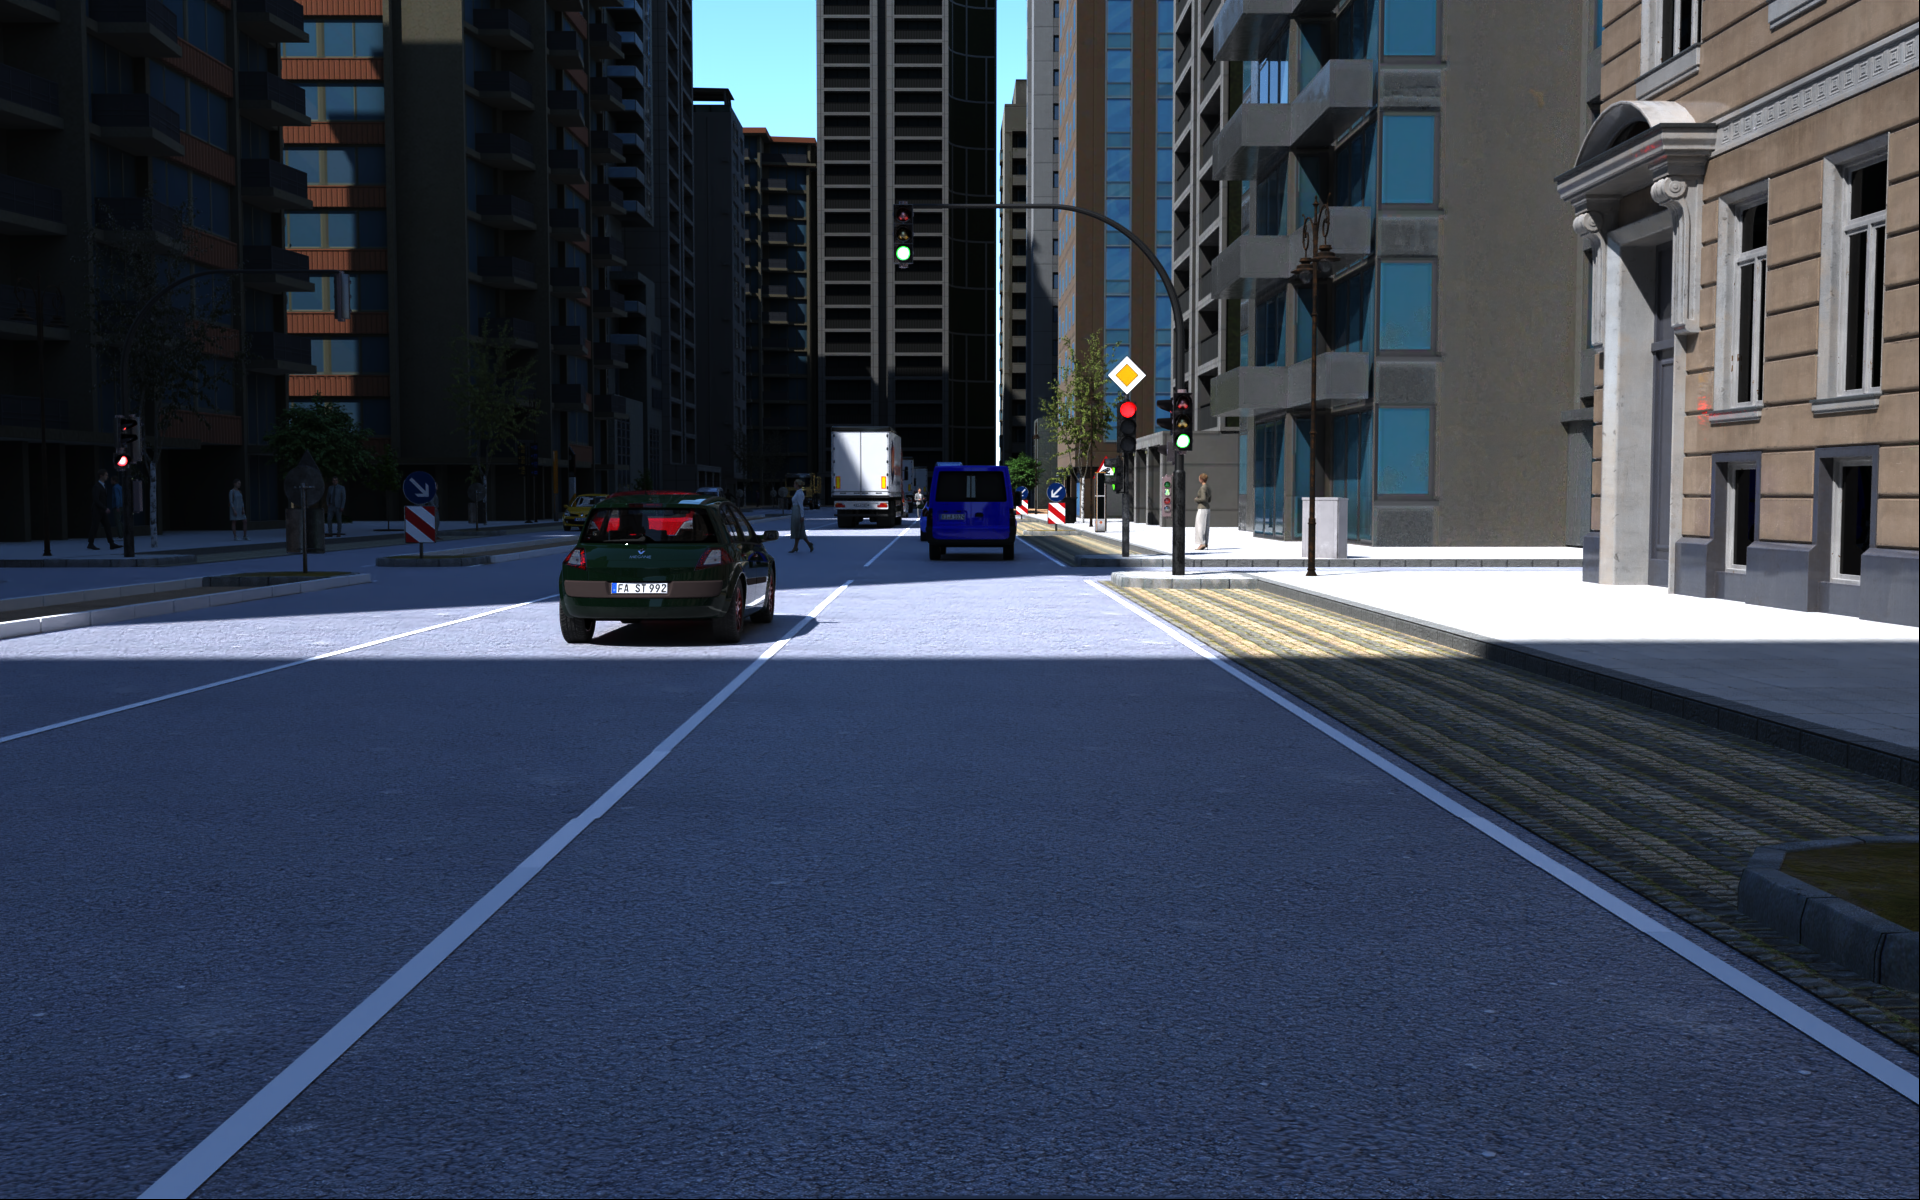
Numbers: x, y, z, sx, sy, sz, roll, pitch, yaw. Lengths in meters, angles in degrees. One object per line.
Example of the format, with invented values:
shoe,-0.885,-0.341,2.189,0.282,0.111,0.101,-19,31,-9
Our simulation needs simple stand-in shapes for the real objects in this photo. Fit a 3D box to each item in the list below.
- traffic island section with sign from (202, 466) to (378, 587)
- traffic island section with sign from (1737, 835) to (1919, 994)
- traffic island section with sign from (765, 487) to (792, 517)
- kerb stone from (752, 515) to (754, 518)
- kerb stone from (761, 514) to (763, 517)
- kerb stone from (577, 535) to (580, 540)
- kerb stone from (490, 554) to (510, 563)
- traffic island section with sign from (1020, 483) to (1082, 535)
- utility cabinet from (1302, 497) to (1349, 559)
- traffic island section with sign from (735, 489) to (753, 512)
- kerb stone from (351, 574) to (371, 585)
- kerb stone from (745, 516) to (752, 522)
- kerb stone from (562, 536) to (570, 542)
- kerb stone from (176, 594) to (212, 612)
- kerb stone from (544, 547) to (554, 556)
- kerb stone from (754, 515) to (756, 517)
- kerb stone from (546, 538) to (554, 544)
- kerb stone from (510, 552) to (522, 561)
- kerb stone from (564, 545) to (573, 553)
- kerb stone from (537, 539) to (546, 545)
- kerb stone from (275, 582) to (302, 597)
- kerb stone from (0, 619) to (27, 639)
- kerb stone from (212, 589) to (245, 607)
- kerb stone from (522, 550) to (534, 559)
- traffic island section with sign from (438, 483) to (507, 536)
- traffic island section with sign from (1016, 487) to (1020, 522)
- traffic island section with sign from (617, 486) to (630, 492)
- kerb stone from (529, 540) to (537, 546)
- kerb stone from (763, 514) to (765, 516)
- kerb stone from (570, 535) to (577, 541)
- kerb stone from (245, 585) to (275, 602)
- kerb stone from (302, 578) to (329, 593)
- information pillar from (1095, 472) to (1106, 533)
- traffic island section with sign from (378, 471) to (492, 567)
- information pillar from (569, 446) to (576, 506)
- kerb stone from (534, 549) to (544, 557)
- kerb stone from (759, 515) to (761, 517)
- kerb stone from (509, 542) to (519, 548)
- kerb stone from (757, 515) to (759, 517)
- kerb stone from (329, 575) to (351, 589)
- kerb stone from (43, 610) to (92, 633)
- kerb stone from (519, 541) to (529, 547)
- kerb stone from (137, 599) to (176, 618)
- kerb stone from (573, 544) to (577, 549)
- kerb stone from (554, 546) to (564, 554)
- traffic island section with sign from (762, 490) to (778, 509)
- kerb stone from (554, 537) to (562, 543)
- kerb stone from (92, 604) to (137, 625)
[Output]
traffic island section with sign,-10.655,-1.188,27.560,2.006,1.907,1.989,0,4,0
traffic island section with sign,3.652,0.195,5.443,1.989,1.847,2.006,0,4,0
traffic island section with sign,-11.309,-6.237,110.103,2.006,1.907,1.989,0,4,0
kerb stone,-12.286,-4.814,100.912,0.120,0.150,1.000,0,4,0
kerb stone,-12.328,-5.128,106.041,0.120,0.150,1.000,0,4,0
kerb stone,-11.911,-1.932,53.778,0.120,0.150,1.000,0,4,0
kerb stone,-9.683,-0.864,36.358,0.120,0.150,1.000,0,4,0
traffic island section with sign,3.215,-3.173,60.510,1.989,1.847,2.006,0,4,0
utility cabinet,7.322,-1.443,34.756,0.306,1.237,1.020,-2,4,-33
traffic island section with sign,-17.420,-7.853,137.020,1.989,1.847,2.006,0,4,0
kerb stone,-9.615,-0.322,27.586,0.120,0.150,1.000,0,4,0
kerb stone,-12.286,-4.752,99.889,0.120,0.150,1.000,0,4,0
kerb stone,-11.901,-1.806,51.730,0.120,0.150,1.000,0,4,0
kerb stone,-9.560,0.047,21.434,0.120,0.150,1.000,0,4,0
kerb stone,-9.711,-1.118,40.467,0.120,0.150,1.000,0,4,0
kerb stone,-12.297,-4.876,101.935,0.120,0.150,1.000,0,4,0
kerb stone,-11.885,-1.676,49.685,0.120,0.150,1.000,0,4,0
kerb stone,-9.691,-0.923,37.381,0.120,0.150,1.000,0,4,0
kerb stone,-9.732,-1.243,42.517,0.120,0.150,1.000,0,4,0
kerb stone,-11.870,-1.617,48.662,0.120,0.150,1.000,0,4,0
kerb stone,-9.588,-0.141,24.505,0.120,0.150,1.000,0,4,0
kerb stone,-9.532,0.297,17.341,0.120,0.150,1.000,0,4,0
kerb stone,-9.570,-0.016,22.456,0.120,0.150,1.000,0,4,0
kerb stone,-9.692,-0.987,38.412,0.120,0.150,1.000,0,4,0
traffic island section with sign,-16.803,-3.136,59.900,1.989,1.847,2.006,0,4,0
traffic island section with sign,3.000,-4.852,87.959,1.989,1.847,2.006,0,4,0
traffic island section with sign,-17.018,-4.821,87.451,1.989,1.847,2.006,0,4,0
kerb stone,-11.871,-1.550,47.640,0.120,0.150,1.000,0,4,0
kerb stone,-12.335,-5.191,107.070,0.120,0.150,1.000,0,4,0
kerb stone,-11.914,-1.867,52.756,0.120,0.150,1.000,0,4,0
kerb stone,-9.584,-0.079,23.481,0.120,0.150,1.000,0,4,0
kerb stone,-9.588,-0.204,25.537,0.120,0.150,1.000,0,4,0
information pillar,4.682,-3.265,57.883,0.304,2.012,0.304,0,4,-8
traffic island section with sign,-10.704,-1.641,34.967,2.006,1.907,1.989,0,4,0
information pillar,-18.973,-5.712,84.741,0.504,3.616,0.183,3,5,45
kerb stone,-9.702,-1.054,39.440,0.120,0.150,1.000,0,4,0
kerb stone,-12.320,-5.062,105.012,0.120,0.150,1.000,0,4,0
kerb stone,-11.854,-1.426,45.587,0.120,0.150,1.000,0,4,0
kerb stone,-12.315,-5.002,103.989,0.120,0.150,1.000,0,4,0
kerb stone,-9.607,-0.267,26.564,0.120,0.150,1.000,0,4,0
kerb stone,-9.536,0.234,18.363,0.120,0.150,1.000,0,4,0
kerb stone,-11.862,-1.493,46.610,0.120,0.150,1.000,0,4,0
kerb stone,-9.552,0.109,20.412,0.120,0.150,1.000,0,4,0
kerb stone,-9.732,-1.302,43.540,0.120,0.150,1.000,0,4,0
kerb stone,-9.715,-1.180,41.495,0.120,0.150,1.000,0,4,0
traffic island section with sign,-17.636,-9.501,163.975,1.989,1.847,2.006,0,4,0
kerb stone,-11.887,-1.743,50.707,0.120,0.150,1.000,0,4,0
kerb stone,-9.536,0.172,19.385,0.120,0.150,1.000,0,4,0
